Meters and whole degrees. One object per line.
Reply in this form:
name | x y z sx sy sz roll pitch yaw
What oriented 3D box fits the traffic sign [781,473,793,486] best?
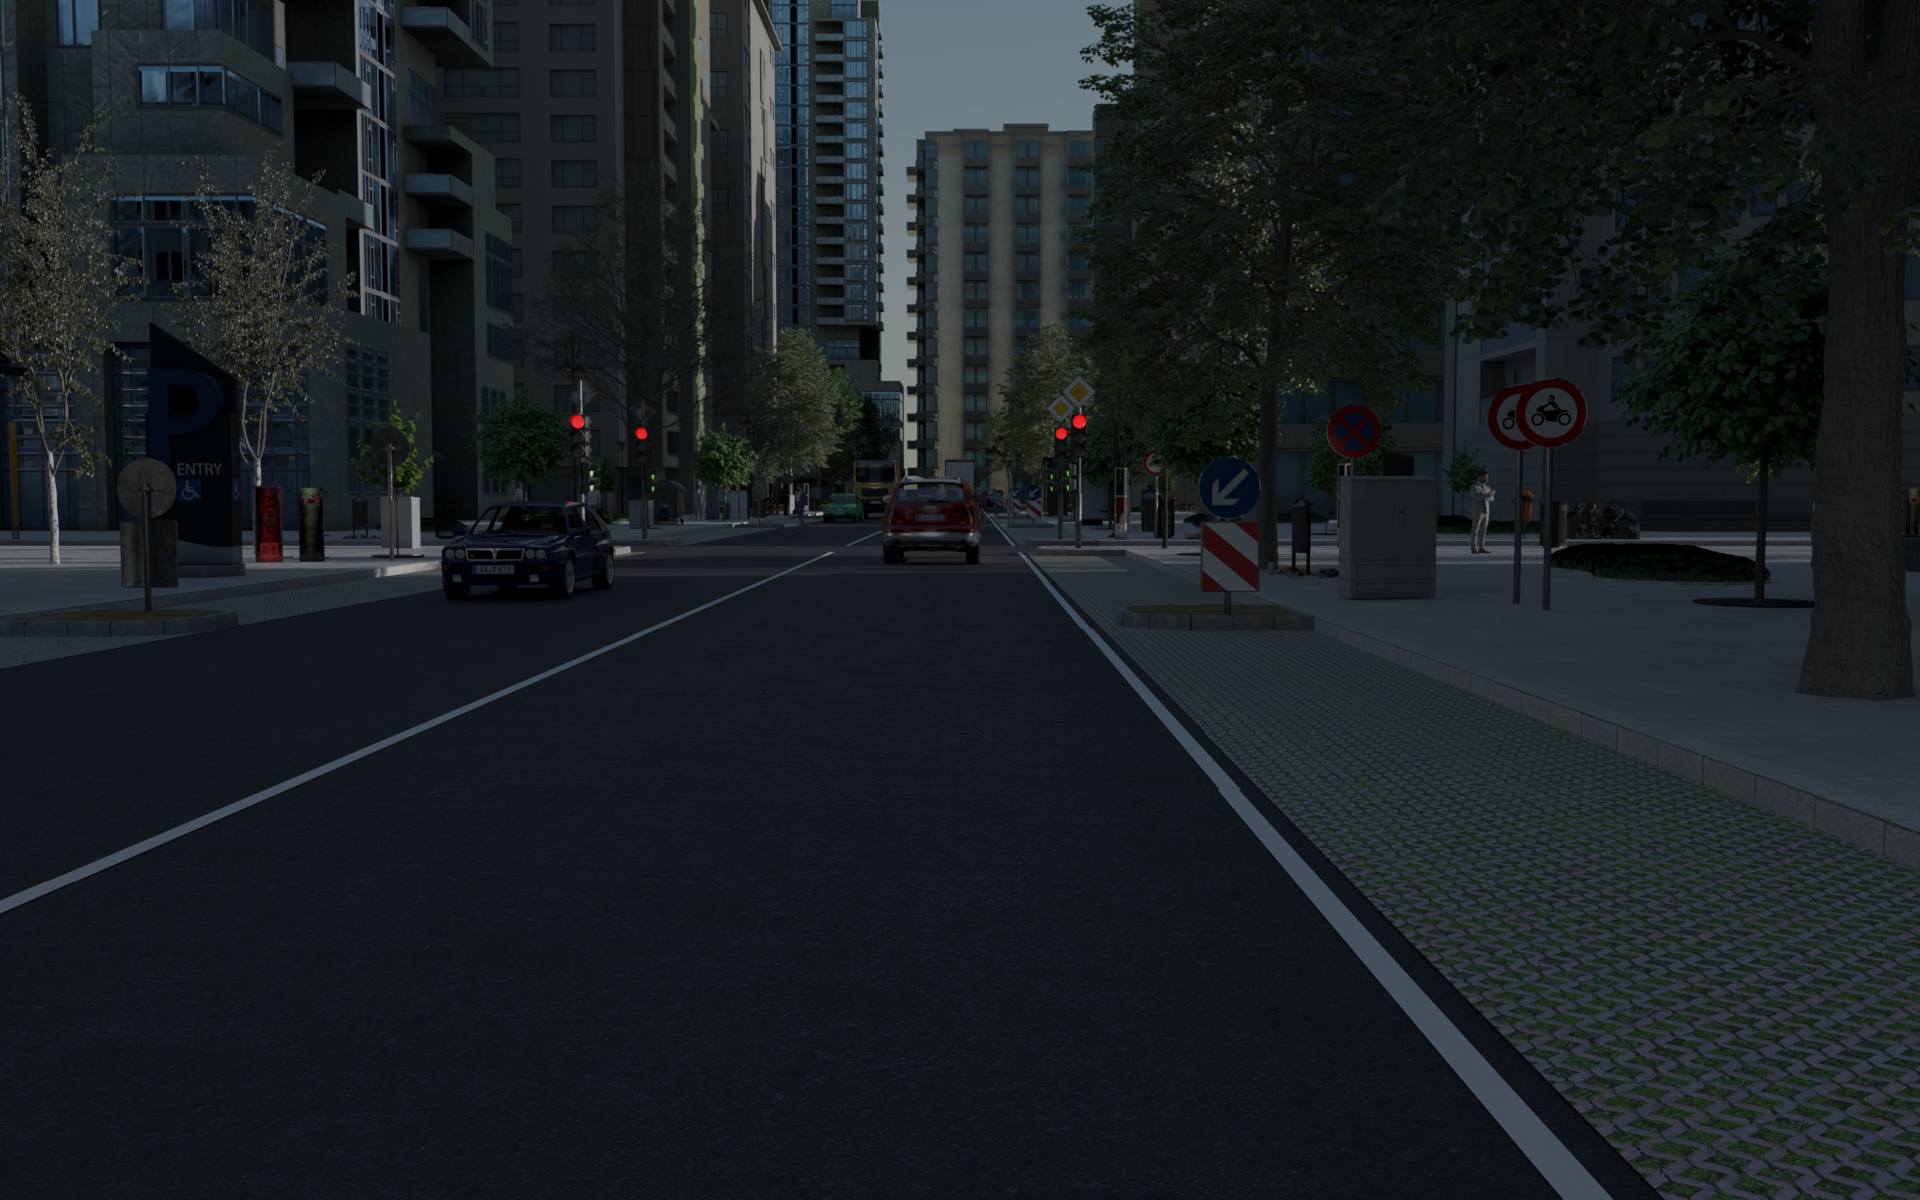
traffic sign | -10.506 -6.429 105.225 0.768 2.556 0.104 0 4 2

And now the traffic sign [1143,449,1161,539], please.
traffic sign | 5.561 -2.995 49.078 0.768 2.556 0.104 0 4 7

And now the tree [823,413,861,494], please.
tree | -11.322 -12.665 157.429 4.737 8.622 4.395 0 3 0

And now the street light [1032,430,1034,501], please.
street light | 5.226 -9.225 123.609 0.468 5.910 1.993 0 4 0

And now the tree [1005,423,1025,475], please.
tree | 5.885 -11.496 138.324 4.737 8.622 4.395 0 3 0

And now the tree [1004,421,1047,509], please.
tree | 5.824 -11.925 145.340 4.360 8.622 3.978 0 3 0

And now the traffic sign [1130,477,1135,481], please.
traffic sign | 6.849 -4.336 71.001 0.768 2.556 0.104 0 4 8

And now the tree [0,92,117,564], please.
tree | -16.615 -4.944 31.202 4.360 8.622 3.978 0 3 0

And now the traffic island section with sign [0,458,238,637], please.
traffic island section with sign | -8.801 -0.588 18.234 1.989 1.847 2.006 0 4 0

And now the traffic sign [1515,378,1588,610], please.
traffic sign | 6.484 -1.160 19.072 0.768 2.556 0.104 1 4 10

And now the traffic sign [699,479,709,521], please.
traffic sign | -12.243 -5.098 83.455 0.768 2.556 0.104 1 4 9

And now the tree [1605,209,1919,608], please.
tree | 9.354 -2.217 19.968 4.285 4.588 4.351 0 3 0

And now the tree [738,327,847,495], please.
tree | -11.271 -12.211 117.775 7.486 12.596 7.792 0 3 0

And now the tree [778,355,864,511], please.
tree | -10.744 -12.482 129.840 9.928 11.665 9.643 0 3 0

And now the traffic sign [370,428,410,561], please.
traffic sign | -10.925 -2.026 33.223 0.768 2.556 0.104 0 4 2

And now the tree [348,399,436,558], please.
tree | -11.311 -2.476 35.089 1.663 3.219 1.824 0 3 0

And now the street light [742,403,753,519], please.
street light | -10.782 -7.056 88.158 0.468 5.910 1.993 0 4 0

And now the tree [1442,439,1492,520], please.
tree | 17.880 -4.094 61.541 1.663 3.219 1.824 0 3 0

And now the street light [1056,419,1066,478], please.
street light | 4.987 -6.856 84.890 0.468 5.910 1.993 0 4 0

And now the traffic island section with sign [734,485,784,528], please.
traffic island section with sign | -8.527 -3.985 73.786 1.989 1.847 2.006 0 4 0

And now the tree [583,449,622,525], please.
tree | -14.976 -4.820 73.405 1.663 3.219 1.824 0 3 0

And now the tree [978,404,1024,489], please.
tree | 5.603 -16.742 199.490 9.928 11.665 9.643 0 3 0

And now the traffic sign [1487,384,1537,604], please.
traffic sign | 6.497 -1.225 20.133 0.768 2.556 0.104 0 4 7

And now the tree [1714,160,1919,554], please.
tree | 18.231 -5.296 36.956 4.737 8.622 4.395 0 3 0

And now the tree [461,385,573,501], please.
tree | -13.321 -4.204 52.455 4.285 4.588 4.351 0 3 0

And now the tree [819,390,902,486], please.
tree | -11.072 -16.478 186.414 9.611 12.733 9.660 0 3 0

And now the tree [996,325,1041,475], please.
tree | 5.878 -12.043 115.023 7.486 12.596 7.792 0 3 0

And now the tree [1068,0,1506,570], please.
tree | 5.642 -6.792 29.180 7.486 12.596 7.792 0 3 0

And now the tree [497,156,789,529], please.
tree | -11.652 -9.370 63.564 12.009 13.543 11.850 0 3 0

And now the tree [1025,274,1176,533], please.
tree | 5.397 -6.535 57.211 4.737 8.622 4.395 0 3 0

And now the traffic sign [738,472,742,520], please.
traffic sign | -10.788 -5.161 84.493 0.768 2.556 0.104 0 4 4

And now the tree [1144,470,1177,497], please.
tree | 9.598 -5.369 82.380 1.663 3.219 1.824 0 3 0

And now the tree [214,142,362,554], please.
tree | -14.995 -5.295 36.938 4.360 8.622 3.978 0 3 0

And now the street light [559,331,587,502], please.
street light | -10.998 -4.683 49.359 0.468 5.910 1.993 0 4 0

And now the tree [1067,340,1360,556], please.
tree | 5.206 -3.213 36.253 4.285 4.588 4.351 0 3 0

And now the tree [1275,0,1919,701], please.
tree | 5.853 -6.361 10.656 9.857 13.997 8.962 0 3 0

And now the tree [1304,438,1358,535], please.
tree | 11.605 -3.645 54.201 1.663 3.219 1.824 0 3 0

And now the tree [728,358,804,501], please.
tree | -10.806 -8.776 93.858 4.360 8.622 3.978 0 3 0

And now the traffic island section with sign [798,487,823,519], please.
traffic island section with sign | -8.395 -5.652 101.039 1.989 1.847 2.006 0 4 0

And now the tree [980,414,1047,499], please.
tree | 5.916 -15.572 189.021 8.767 10.594 7.601 -3 4 -36

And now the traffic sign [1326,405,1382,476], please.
traffic sign | 5.618 -1.509 24.772 0.768 2.556 0.104 0 4 7

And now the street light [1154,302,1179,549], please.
street light | 4.832 -4.151 40.649 0.468 5.910 1.993 0 4 0

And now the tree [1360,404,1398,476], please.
tree | 13.504 -4.636 59.515 4.285 4.588 4.351 0 3 0

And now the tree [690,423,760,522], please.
tree | -10.856 -5.862 79.564 4.285 4.588 4.351 0 3 0

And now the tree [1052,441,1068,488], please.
tree | 5.387 -4.846 62.943 4.285 4.588 4.351 0 3 0

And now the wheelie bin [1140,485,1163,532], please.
wheelie bin | 6.500 -3.125 58.995 0.693 1.594 0.980 -1 4 -13
